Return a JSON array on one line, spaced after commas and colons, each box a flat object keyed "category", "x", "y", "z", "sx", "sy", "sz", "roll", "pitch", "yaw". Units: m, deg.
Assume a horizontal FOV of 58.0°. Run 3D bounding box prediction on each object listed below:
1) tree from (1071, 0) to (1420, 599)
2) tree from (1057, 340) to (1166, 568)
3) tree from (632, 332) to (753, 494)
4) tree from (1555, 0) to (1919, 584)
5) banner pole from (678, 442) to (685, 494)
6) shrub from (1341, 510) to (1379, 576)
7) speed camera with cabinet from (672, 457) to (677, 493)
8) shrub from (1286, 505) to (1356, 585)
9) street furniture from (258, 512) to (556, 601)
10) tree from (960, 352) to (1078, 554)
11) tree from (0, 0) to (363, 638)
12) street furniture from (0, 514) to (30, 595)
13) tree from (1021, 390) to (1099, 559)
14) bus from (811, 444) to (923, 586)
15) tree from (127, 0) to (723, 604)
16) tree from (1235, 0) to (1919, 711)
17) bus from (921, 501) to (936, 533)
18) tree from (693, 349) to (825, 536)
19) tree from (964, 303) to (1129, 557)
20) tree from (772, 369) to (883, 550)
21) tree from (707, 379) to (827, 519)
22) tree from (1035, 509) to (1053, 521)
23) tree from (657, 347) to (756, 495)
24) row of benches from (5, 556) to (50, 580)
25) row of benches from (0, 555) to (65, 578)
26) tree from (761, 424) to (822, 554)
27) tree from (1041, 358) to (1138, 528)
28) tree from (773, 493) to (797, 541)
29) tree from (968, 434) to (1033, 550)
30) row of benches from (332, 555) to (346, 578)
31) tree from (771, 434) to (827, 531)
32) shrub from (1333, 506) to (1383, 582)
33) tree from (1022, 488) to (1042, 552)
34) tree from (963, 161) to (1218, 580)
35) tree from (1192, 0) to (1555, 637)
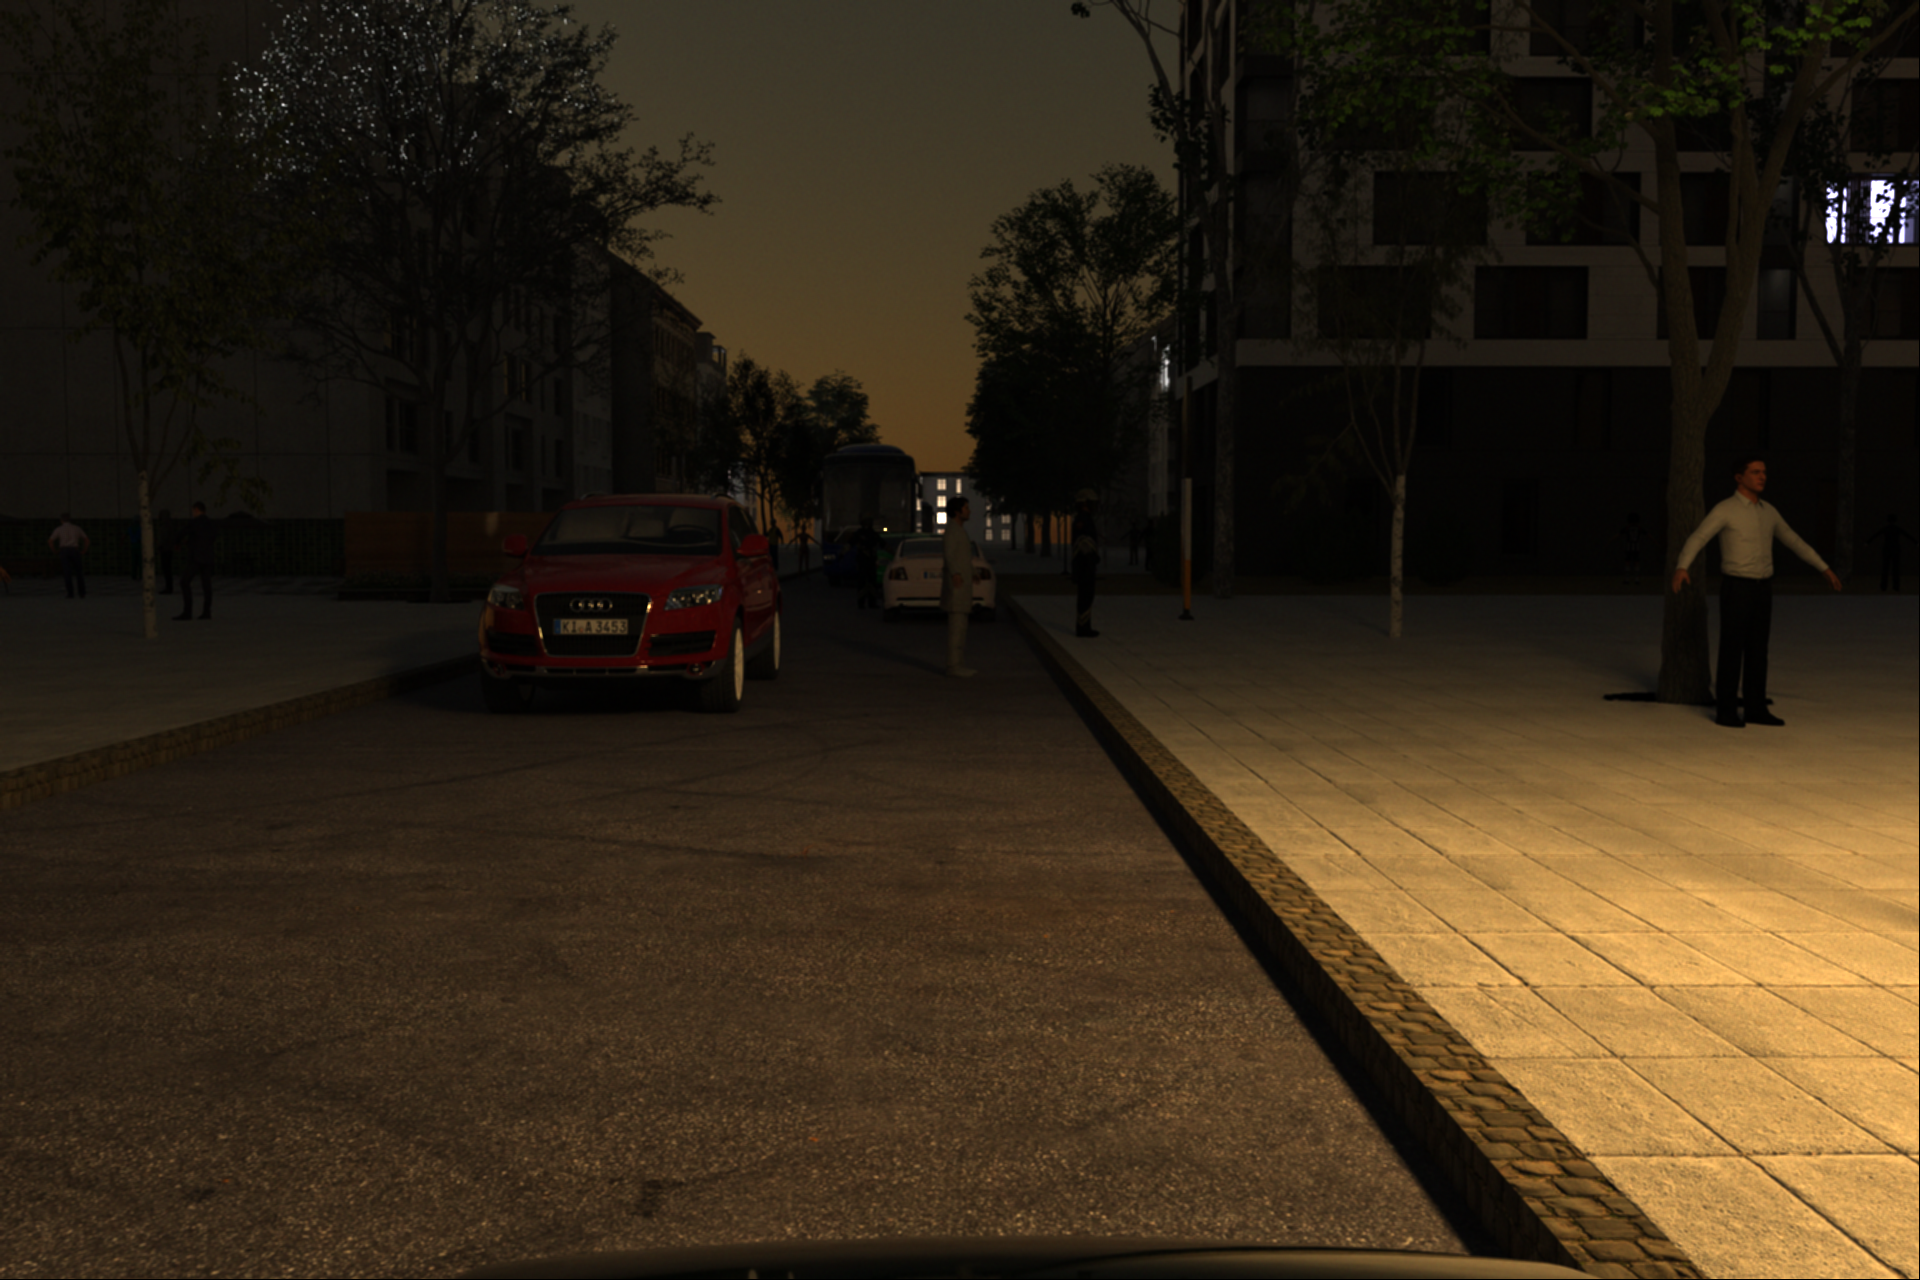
[{"category": "tree", "x": 6.368, "y": -10.820, "z": 32.794, "sx": 12.611, "sy": 20.169, "sz": 13.585, "roll": 0, "pitch": 3, "yaw": 0}, {"category": "tree", "x": 5.416, "y": -7.017, "z": 65.097, "sx": 4.360, "sy": 8.622, "sz": 3.978, "roll": 0, "pitch": 3, "yaw": 0}, {"category": "tree", "x": -10.293, "y": -6.897, "z": 63.131, "sx": 4.360, "sy": 8.622, "sz": 3.978, "roll": 0, "pitch": 3, "yaw": 0}, {"category": "tree", "x": 21.257, "y": -11.526, "z": 44.345, "sx": 12.611, "sy": 20.169, "sz": 13.585, "roll": 0, "pitch": 3, "yaw": 0}, {"category": "banner pole", "x": -7.560, "y": -3.500, "z": 47.243, "sx": 0.401, "sy": 3.779, "sz": 0.863, "roll": 0, "pitch": 4, "yaw": 1}, {"category": "shrub", "x": 11.702, "y": -2.899, "z": 51.825, "sx": 1.690, "sy": 2.028, "sz": 1.600, "roll": 0, "pitch": 3, "yaw": 0}, {"category": "speed camera with cabinet", "x": -7.472, "y": -3.099, "z": 45.008, "sx": 0.660, "sy": 3.252, "sz": 2.038, "roll": 0, "pitch": 4, "yaw": 1}, {"category": "shrub", "x": 9.175, "y": -2.422, "z": 44.015, "sx": 1.690, "sy": 2.028, "sz": 1.600, "roll": 0, "pitch": 3, "yaw": 0}, {"category": "street furniture", "x": -9.066, "y": -1.782, "z": 35.988, "sx": 11.010, "sy": 1.723, "sz": 9.812, "roll": -1, "pitch": 4, "yaw": -13}, {"category": "tree", "x": 4.608, "y": -12.687, "z": 114.092, "sx": 9.857, "sy": 13.997, "sz": 8.962, "roll": 0, "pitch": 3, "yaw": 0}, {"category": "tree", "x": -9.789, "y": -4.324, "z": 21.055, "sx": 4.737, "sy": 8.622, "sz": 4.395, "roll": 0, "pitch": 3, "yaw": 0}, {"category": "street furniture", "x": -33.581, "y": -1.906, "z": 36.199, "sx": 27.439, "sy": 1.986, "sz": 14.083, "roll": 2, "pitch": 4, "yaw": 26}, {"category": "tree", "x": 5.008, "y": -8.386, "z": 87.468, "sx": 4.360, "sy": 8.622, "sz": 3.978, "roll": 0, "pitch": 3, "yaw": 0}, {"category": "bus", "x": -2.474, "y": -3.629, "z": 50.876, "sx": 2.896, "sy": 3.916, "sz": 12.251, "roll": 0, "pitch": 4, "yaw": -1}, {"category": "tree", "x": -9.596, "y": -7.440, "z": 32.012, "sx": 12.009, "sy": 13.543, "sz": 11.850, "roll": 0, "pitch": 3, "yaw": 0}, {"category": "tree", "x": 5.686, "y": -5.332, "z": 12.931, "sx": 9.928, "sy": 11.665, "sz": 9.643, "roll": 0, "pitch": 3, "yaw": 0}, {"category": "bus", "x": -3.220, "y": -8.492, "z": 130.389, "sx": 2.896, "sy": 3.916, "sz": 12.251, "roll": 0, "pitch": 4, "yaw": -1}, {"category": "tree", "x": -10.175, "y": -9.378, "z": 87.738, "sx": 7.601, "sy": 10.594, "sz": 8.767, "roll": 0, "pitch": 4, "yaw": -1}, {"category": "tree", "x": 4.899, "y": -11.668, "z": 97.435, "sx": 9.857, "sy": 13.997, "sz": 8.962, "roll": 0, "pitch": 3, "yaw": 0}, {"category": "tree", "x": -10.674, "y": -13.983, "z": 135.271, "sx": 9.857, "sy": 13.997, "sz": 8.962, "roll": 0, "pitch": 3, "yaw": 0}, {"category": "tree", "x": -11.016, "y": -10.124, "z": 99.938, "sx": 7.601, "sy": 10.594, "sz": 8.767, "roll": 1, "pitch": 4, "yaw": 10}, {"category": "tree", "x": 11.762, "y": -17.377, "z": 234.470, "sx": 4.737, "sy": 8.622, "sz": 4.395, "roll": 0, "pitch": 3, "yaw": 0}, {"category": "tree", "x": -9.853, "y": -7.211, "z": 68.266, "sx": 4.360, "sy": 8.622, "sz": 3.978, "roll": 0, "pitch": 3, "yaw": 0}, {"category": "row of benches", "x": -27.965, "y": -2.036, "z": 48.753, "sx": 4.104, "sy": 0.672, "sz": 1.422, "roll": -1, "pitch": 4, "yaw": -18}, {"category": "row of benches", "x": -28.487, "y": -2.185, "z": 51.180, "sx": 4.104, "sy": 0.672, "sz": 1.422, "roll": 1, "pitch": 4, "yaw": 8}, {"category": "tree", "x": -10.708, "y": -9.807, "z": 110.704, "sx": 4.737, "sy": 8.622, "sz": 4.395, "roll": 0, "pitch": 3, "yaw": 0}, {"category": "tree", "x": 5.449, "y": -7.333, "z": 70.256, "sx": 4.360, "sy": 8.622, "sz": 3.978, "roll": 0, "pitch": 3, "yaw": 0}, {"category": "tree", "x": -22.797, "y": -17.099, "z": 229.923, "sx": 4.737, "sy": 8.622, "sz": 4.395, "roll": 0, "pitch": 3, "yaw": 0}, {"category": "tree", "x": 4.376, "y": -12.988, "z": 138.103, "sx": 9.928, "sy": 11.665, "sz": 9.643, "roll": 0, "pitch": 3, "yaw": 0}, {"category": "row of benches", "x": -17.619, "y": -2.160, "z": 50.779, "sx": 1.422, "sy": 0.672, "sz": 4.104, "roll": -2, "pitch": 4, "yaw": -32}, {"category": "tree", "x": -10.621, "y": -10.400, "z": 120.398, "sx": 4.360, "sy": 8.622, "sz": 3.978, "roll": 0, "pitch": 3, "yaw": 0}, {"category": "shrub", "x": 10.543, "y": -2.599, "z": 46.527, "sx": 1.661, "sy": 2.075, "sz": 1.752, "roll": 0, "pitch": 3, "yaw": 0}, {"category": "tree", "x": 4.763, "y": -10.641, "z": 124.341, "sx": 4.737, "sy": 8.622, "sz": 4.395, "roll": 0, "pitch": 3, "yaw": 0}, {"category": "tree", "x": 3.693, "y": -7.513, "z": 48.599, "sx": 9.928, "sy": 11.665, "sz": 9.643, "roll": 0, "pitch": 3, "yaw": 0}, {"category": "tree", "x": 5.514, "y": -4.327, "z": 21.111, "sx": 4.360, "sy": 8.622, "sz": 3.978, "roll": 0, "pitch": 3, "yaw": 0}]
